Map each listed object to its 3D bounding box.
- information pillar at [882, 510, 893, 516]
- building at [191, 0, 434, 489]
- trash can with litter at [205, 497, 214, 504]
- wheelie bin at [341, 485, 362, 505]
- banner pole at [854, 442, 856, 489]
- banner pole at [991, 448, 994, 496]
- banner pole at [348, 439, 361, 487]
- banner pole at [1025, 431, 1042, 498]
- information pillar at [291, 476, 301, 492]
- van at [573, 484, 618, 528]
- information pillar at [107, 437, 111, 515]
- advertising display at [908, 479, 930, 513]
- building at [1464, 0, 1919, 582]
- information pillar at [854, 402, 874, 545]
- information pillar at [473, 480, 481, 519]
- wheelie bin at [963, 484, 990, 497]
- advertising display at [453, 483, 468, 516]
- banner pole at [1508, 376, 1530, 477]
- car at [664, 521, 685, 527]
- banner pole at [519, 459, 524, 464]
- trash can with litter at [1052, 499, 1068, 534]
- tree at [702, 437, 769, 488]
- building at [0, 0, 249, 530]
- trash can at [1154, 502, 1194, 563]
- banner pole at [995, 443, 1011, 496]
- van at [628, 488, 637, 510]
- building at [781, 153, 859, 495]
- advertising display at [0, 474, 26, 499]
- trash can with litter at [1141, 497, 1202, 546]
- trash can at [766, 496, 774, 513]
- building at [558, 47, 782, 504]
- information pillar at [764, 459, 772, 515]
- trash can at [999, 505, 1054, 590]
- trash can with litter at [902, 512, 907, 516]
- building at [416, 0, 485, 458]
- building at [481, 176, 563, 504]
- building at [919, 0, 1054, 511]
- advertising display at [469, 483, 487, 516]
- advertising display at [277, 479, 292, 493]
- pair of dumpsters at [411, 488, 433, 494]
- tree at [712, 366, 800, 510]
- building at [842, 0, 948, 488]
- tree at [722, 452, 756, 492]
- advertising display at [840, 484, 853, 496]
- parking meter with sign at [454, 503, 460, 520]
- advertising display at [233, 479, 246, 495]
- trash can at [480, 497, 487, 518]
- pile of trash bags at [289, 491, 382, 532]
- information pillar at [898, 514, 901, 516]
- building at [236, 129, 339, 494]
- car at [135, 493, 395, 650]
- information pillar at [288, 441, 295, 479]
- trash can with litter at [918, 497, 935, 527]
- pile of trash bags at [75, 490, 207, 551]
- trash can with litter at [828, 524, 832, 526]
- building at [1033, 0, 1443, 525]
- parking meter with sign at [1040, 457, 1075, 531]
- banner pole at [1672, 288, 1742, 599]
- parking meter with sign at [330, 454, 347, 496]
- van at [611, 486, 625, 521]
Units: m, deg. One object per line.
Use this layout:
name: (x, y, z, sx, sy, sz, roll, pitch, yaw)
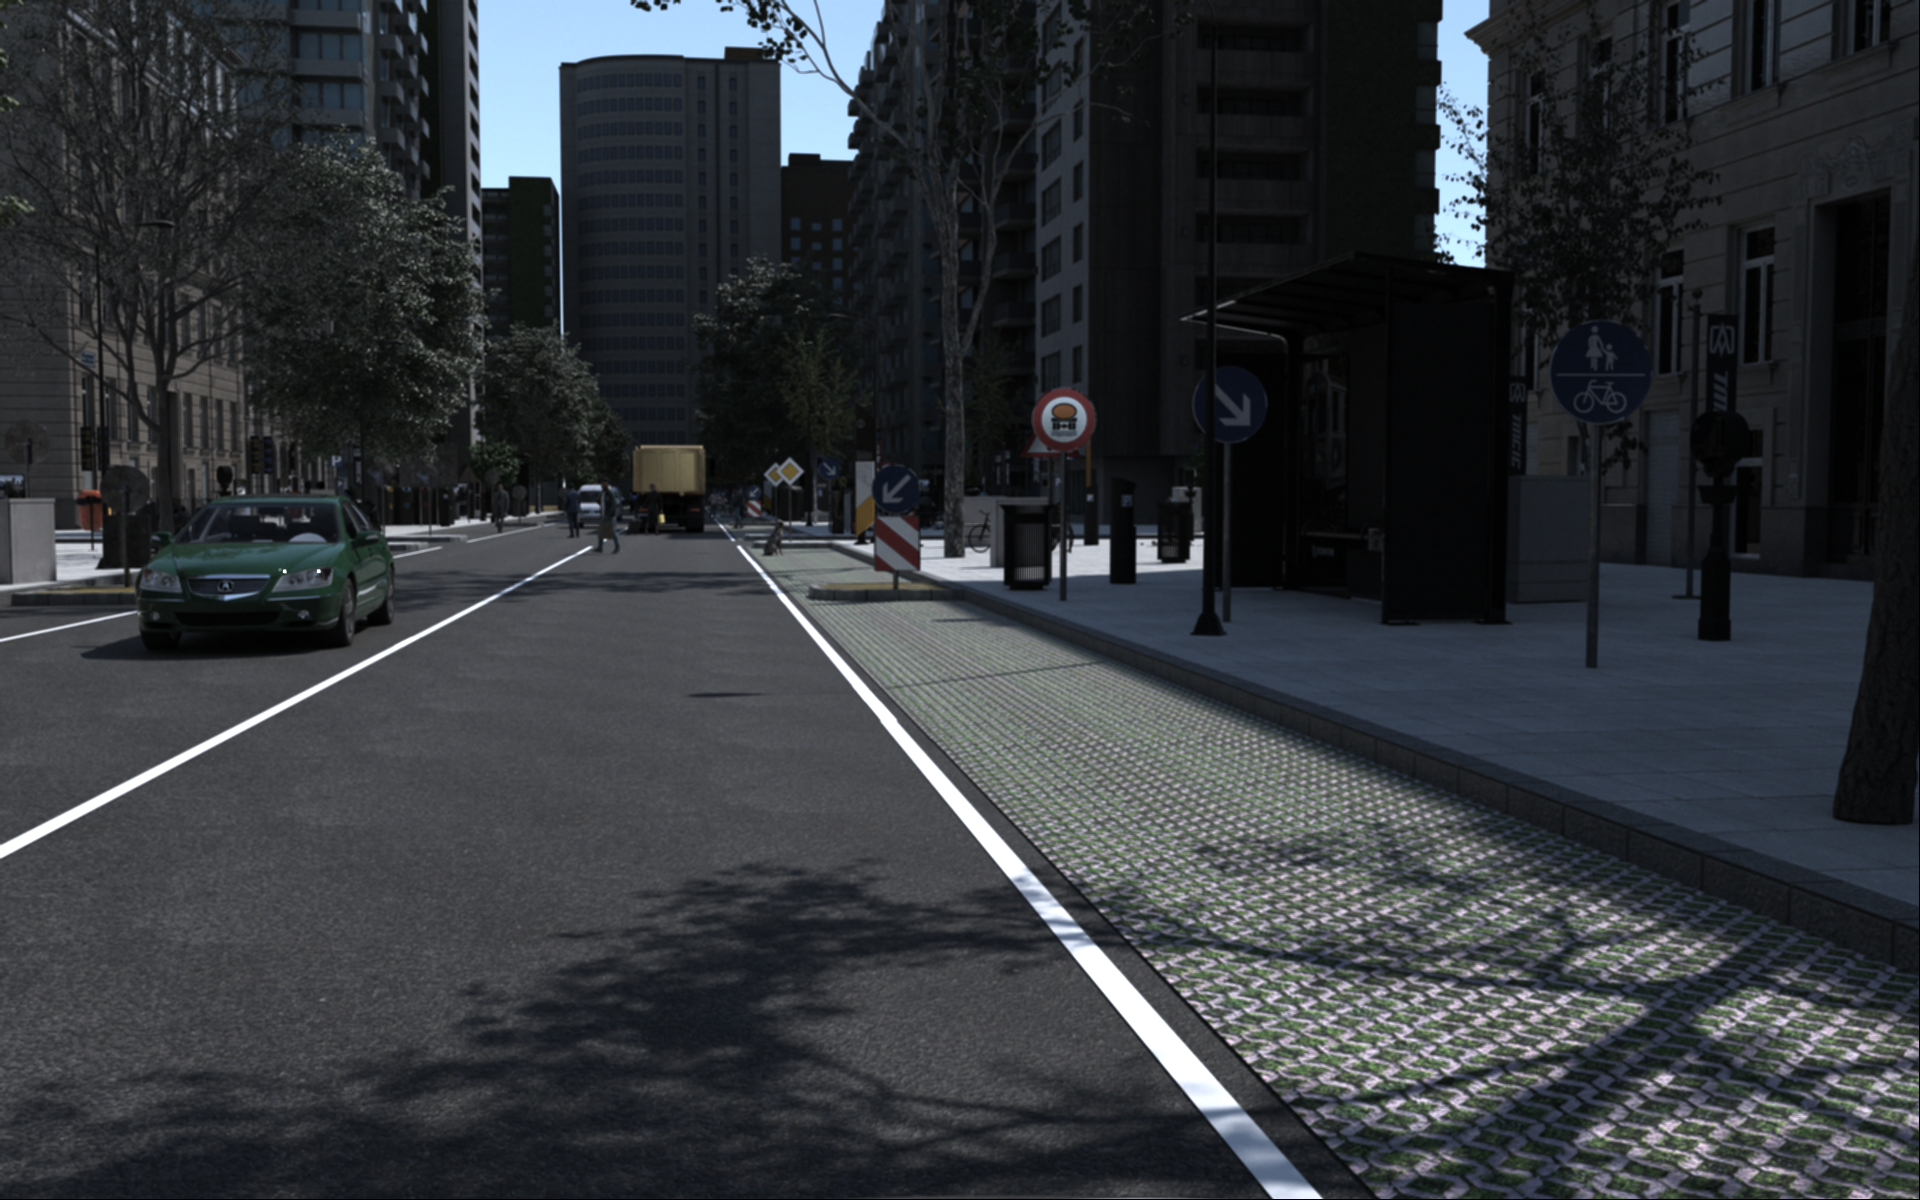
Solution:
information pillar: (-2.358, -3.214, 57.043, 0.304, 2.012, 0.304, 2, 4, 30)
building: (-54.828, -31.694, 137.803, 23.786, 49.044, 30.456, -1, 4, -9)
trash can with litter: (-24.299, -2.789, 56.980, 1.055, 1.170, 0.624, 0, 4, 2)
wheelie bin: (-22.226, -3.397, 63.452, 0.693, 1.594, 0.980, 1, 4, 18)
banner pole: (-4.996, -5.717, 83.488, 0.401, 3.779, 0.863, -1, 4, -16)
banner pole: (1.938, -6.308, 93.152, 0.863, 3.779, 0.401, -2, 4, -34)
banner pole: (-27.598, -5.444, 79.028, 0.863, 3.779, 0.401, -1, 4, -20)
banner pole: (2.901, -4.846, 69.256, 0.863, 3.779, 0.401, 0, 4, 1)
information pillar: (-26.916, -4.021, 70.241, 0.304, 2.012, 0.304, -1, 4, -11)
van: (-15.589, -4.094, 73.946, 2.013, 2.044, 4.112, -1, 4, -8)
information pillar: (-30.371, -4.303, 61.704, 0.183, 3.616, 0.504, -1, 4, -14)
advertising display: (-1.742, -4.142, 72.930, 0.974, 1.923, 0.123, -1, 4, -10)
building: (18.623, -13.973, 25.719, 12.463, 27.353, 25.104, -1, 4, -9)
information pillar: (-2.422, -3.214, 43.911, 0.504, 3.616, 0.183, 1, 4, 15)
information pillar: (-24.903, -5.186, 89.281, 0.304, 2.012, 0.304, -2, 4, -28)
wheelie bin: (0.447, -2.872, 54.866, 0.980, 1.594, 0.693, 0, 4, 4)
advertising display: (-28.773, -5.801, 100.063, 0.974, 1.923, 0.123, -1, 4, -19)
banner pole: (10.239, -2.584, 32.271, 0.863, 3.779, 0.401, -1, 4, -23)
car: (-12.970, -3.885, 75.877, 2.083, 1.381, 4.827, -1, 4, -11)
banner pole: (-28.857, -7.576, 113.879, 0.401, 3.779, 0.863, 1, 4, 14)
trash can with litter: (2.932, -2.705, 55.619, 1.055, 1.170, 0.624, 0, 4, 1)
tree: (-26.254, -17.505, 203.211, 9.611, 12.733, 9.660, 0, 3, 0)
building: (-39.035, -16.815, 72.194, 12.463, 27.353, 25.104, -1, 4, -9)
trash can: (3.992, -1.265, 32.334, 0.748, 1.137, 0.748, 0, 3, 0)
banner pole: (2.236, -5.764, 84.259, 0.401, 3.779, 0.863, -2, 4, -31)
van: (-28.251, -9.129, 153.638, 2.240, 2.365, 5.245, -1, 4, -9)
building: (-16.894, -35.543, 231.241, 14.200, 45.320, 14.600, -1, 4, -9)
advertising display: (-30.145, -3.042, 54.948, 0.123, 1.923, 0.974, 2, 4, 30)
trash can with litter: (5.376, -1.982, 43.465, 1.678, 1.210, 2.233, 0, 4, 7)
trash can: (-12.516, -6.294, 114.554, 0.748, 1.137, 0.748, 0, 3, 0)
building: (-38.327, -42.122, 230.696, 28.212, 58.520, 21.231, -1, 4, -9)
information pillar: (-11.707, -6.982, 105.509, 0.504, 3.616, 0.183, -2, 4, -28)
trash can: (0.891, -0.708, 23.231, 0.748, 1.137, 0.748, 0, 3, 0)
trash can with litter: (-3.219, -5.020, 93.140, 1.678, 1.210, 2.233, 1, 4, 23)
building: (-63.609, -38.785, 176.141, 28.212, 58.520, 21.231, -1, 4, -9)
building: (-59.257, -33.104, 224.837, 14.086, 41.232, 14.154, -1, 4, -9)
building: (9.660, -28.303, 117.376, 22.147, 44.769, 28.867, -1, 4, -9)
advertising display: (-27.620, -5.772, 99.579, 0.974, 1.923, 0.123, 1, 4, 20)
advertising display: (-28.238, -4.129, 72.730, 0.123, 1.923, 0.974, 2, 4, 24)
pair of dumpsters: (-25.592, -4.898, 82.568, 1.574, 2.255, 4.437, -1, 4, -9)
tree: (-15.882, -13.030, 138.787, 9.928, 11.665, 9.643, 0, 3, 0)
building: (0.109, -34.343, 181.108, 23.786, 49.044, 30.456, -1, 4, -9)
tree: (-22.422, -13.850, 176.812, 4.360, 8.622, 3.978, 0, 3, 0)
advertising display: (-7.130, -6.364, 109.262, 0.974, 1.923, 0.123, -3, 5, -43)
parking meter with sign: (-25.700, -5.491, 86.045, 1.738, 3.016, 0.543, 1, 4, 17)
advertising display: (-31.020, -4.246, 74.629, 0.123, 1.923, 0.974, 0, 4, 2)
trash can: (-24.921, -4.786, 89.909, 0.748, 1.137, 0.748, 0, 3, 0)
pile of trash bags: (-21.217, -2.975, 58.401, 3.447, 1.369, 1.912, 1, 4, 15)
information pillar: (-2.531, -3.990, 69.724, 0.304, 2.012, 0.304, -2, 4, -24)
building: (-43.398, -15.579, 96.513, 13.314, 21.916, 24.055, -1, 4, -9)
car: (-6.907, -0.354, 17.585, 2.131, 1.459, 4.920, -1, 4, -11)
information pillar: (-29.676, -5.236, 76.955, 0.183, 3.616, 0.504, 0, 4, 1)
trash can with litter: (-1.371, -3.407, 67.090, 0.624, 1.170, 1.055, 1, 4, 13)
pile of trash bags: (-18.523, -1.854, 40.058, 3.447, 1.369, 1.912, -2, 4, -29)
trash can with litter: (-4.704, -3.684, 71.295, 1.678, 1.210, 2.233, 3, 5, 42)
building: (11.377, -18.563, 75.200, 14.107, 30.474, 14.160, -1, 4, -9)
parking meter with sign: (3.224, -3.973, 61.224, 1.738, 3.016, 0.543, 3, 5, 45)
banner pole: (9.183, -1.909, 21.237, 0.863, 3.779, 0.401, -1, 4, -17)
parking meter with sign: (-27.417, -4.925, 76.778, 0.543, 3.016, 1.738, 0, 4, -7)
van: (-18.969, -5.245, 92.767, 2.013, 2.044, 4.112, -1, 4, -10)
